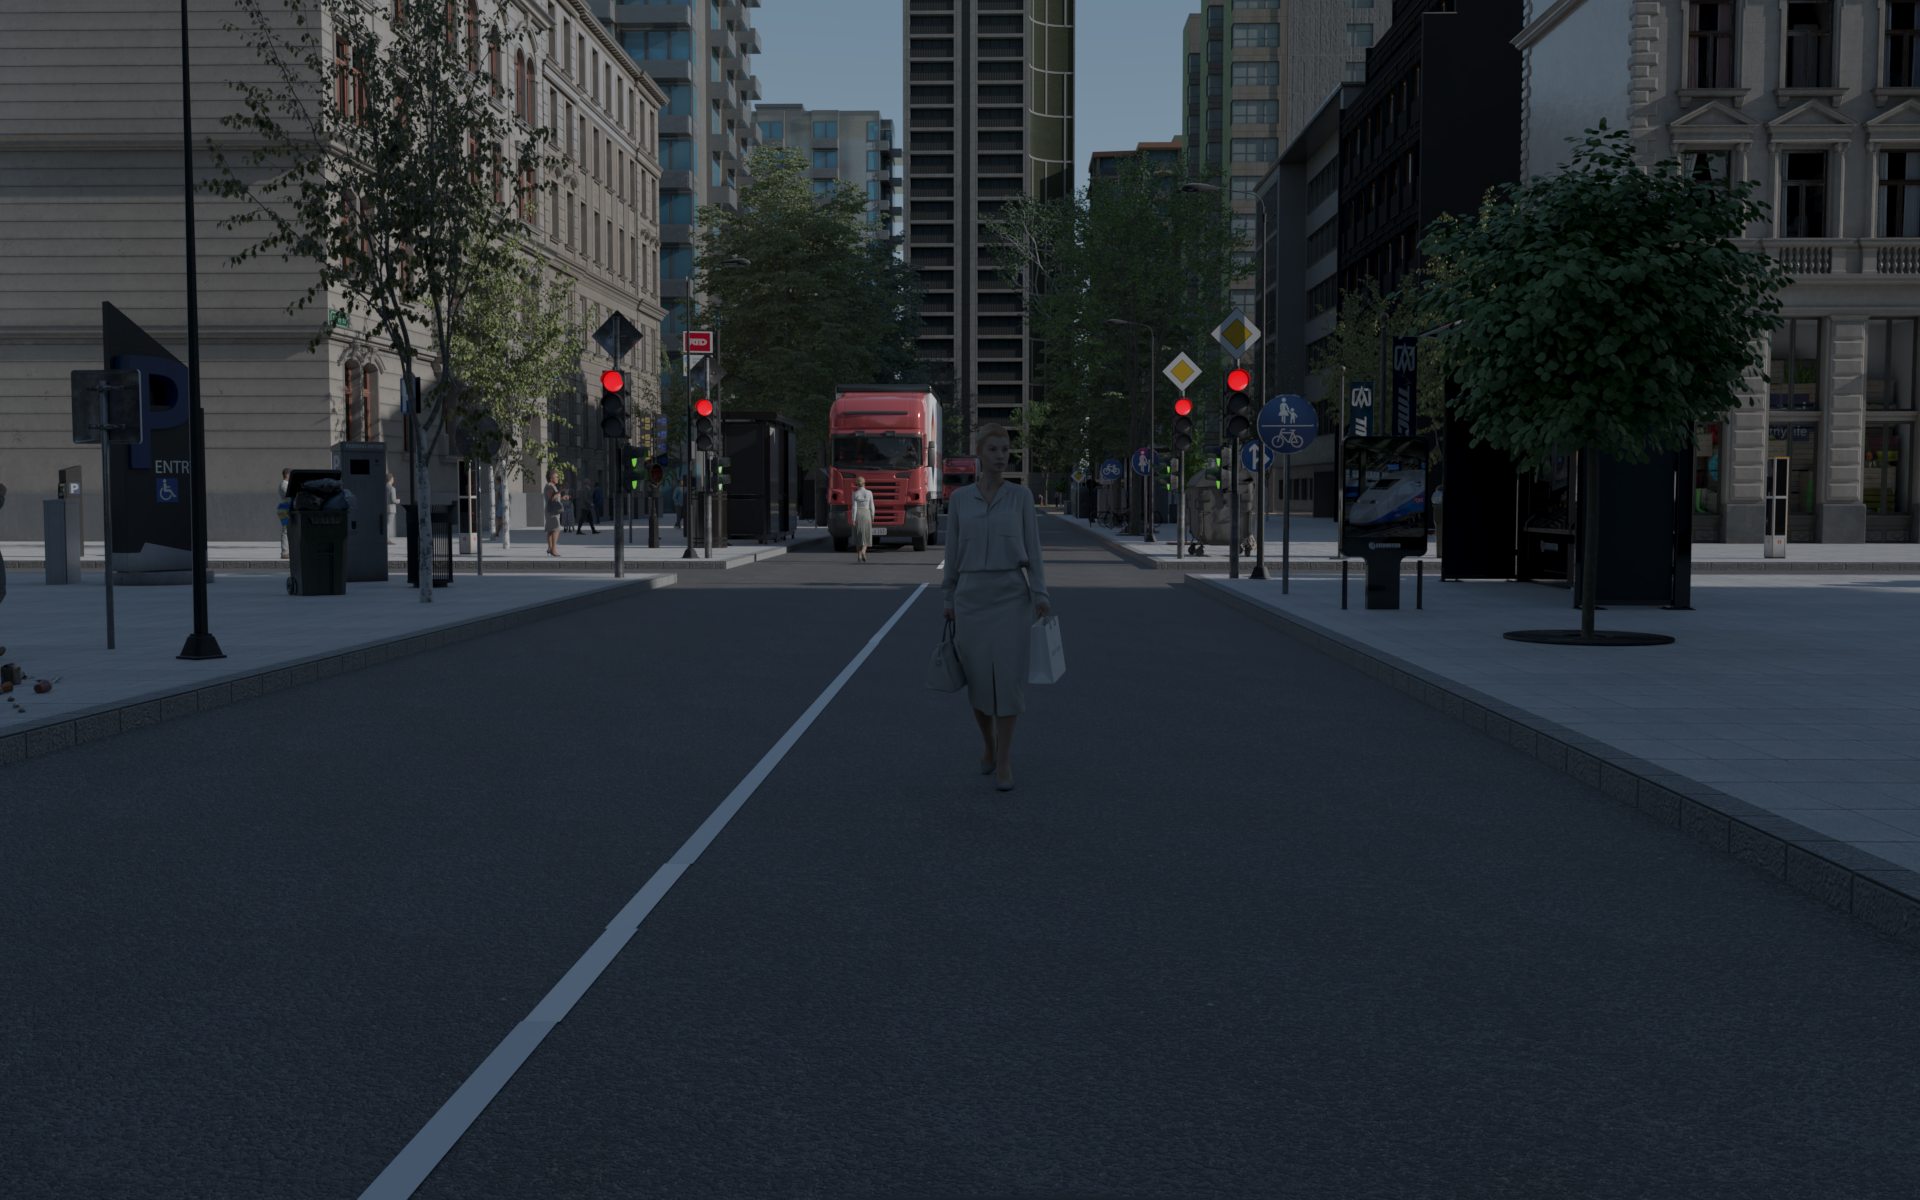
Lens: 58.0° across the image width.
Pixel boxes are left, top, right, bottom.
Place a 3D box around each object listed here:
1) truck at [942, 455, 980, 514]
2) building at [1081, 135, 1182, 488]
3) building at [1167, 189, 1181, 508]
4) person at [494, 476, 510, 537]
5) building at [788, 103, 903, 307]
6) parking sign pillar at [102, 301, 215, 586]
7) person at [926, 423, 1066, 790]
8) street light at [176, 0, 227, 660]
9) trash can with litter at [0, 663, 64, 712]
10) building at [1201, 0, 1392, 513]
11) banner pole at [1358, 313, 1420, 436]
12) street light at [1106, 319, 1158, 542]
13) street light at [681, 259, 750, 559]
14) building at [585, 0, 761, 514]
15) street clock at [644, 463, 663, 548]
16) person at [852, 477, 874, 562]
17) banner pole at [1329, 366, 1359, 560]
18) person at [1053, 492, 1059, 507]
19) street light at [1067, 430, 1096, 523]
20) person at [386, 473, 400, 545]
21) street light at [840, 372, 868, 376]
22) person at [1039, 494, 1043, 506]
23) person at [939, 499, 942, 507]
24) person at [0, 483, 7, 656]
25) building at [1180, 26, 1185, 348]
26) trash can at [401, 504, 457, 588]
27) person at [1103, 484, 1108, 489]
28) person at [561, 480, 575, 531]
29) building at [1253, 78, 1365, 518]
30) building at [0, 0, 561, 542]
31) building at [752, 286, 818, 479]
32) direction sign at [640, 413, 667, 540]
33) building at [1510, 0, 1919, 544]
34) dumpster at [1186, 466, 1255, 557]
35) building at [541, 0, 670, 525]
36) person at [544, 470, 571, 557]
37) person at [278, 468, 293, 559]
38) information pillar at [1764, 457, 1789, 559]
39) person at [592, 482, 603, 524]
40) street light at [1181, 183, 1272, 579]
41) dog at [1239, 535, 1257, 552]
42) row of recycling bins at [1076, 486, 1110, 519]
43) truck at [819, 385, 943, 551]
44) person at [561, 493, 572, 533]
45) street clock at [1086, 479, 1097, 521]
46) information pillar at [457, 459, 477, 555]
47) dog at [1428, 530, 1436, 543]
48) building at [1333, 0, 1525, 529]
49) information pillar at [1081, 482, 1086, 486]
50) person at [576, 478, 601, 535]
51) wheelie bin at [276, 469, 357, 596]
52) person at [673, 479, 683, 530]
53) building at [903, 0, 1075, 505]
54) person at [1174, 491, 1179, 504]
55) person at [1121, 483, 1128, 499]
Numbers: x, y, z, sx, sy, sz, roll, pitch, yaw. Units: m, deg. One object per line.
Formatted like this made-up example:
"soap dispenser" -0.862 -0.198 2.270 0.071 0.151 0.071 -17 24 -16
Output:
"truck" 0.114 -8.412 126.447 2.839 4.237 11.283 0 4 2
"building" 28.629 -34.218 214.080 28.867 44.769 22.147 0 4 1
"building" 26.771 -24.136 166.317 14.160 30.474 14.107 0 4 1
"person" -13.667 -2.784 51.654 0.778 1.811 0.616 3 4 38
"building" -22.139 -36.432 215.276 30.456 49.044 23.786 0 4 1
"parking sign pillar" -11.499 -2.221 24.787 1.447 3.967 1.447 2 4 29
"person" 0.203 0.015 8.615 0.694 1.780 0.624 2 4 24
"street light" -5.385 -2.495 13.330 1.470 5.913 1.316 0 4 1
"trash can with litter" -6.316 0.006 10.955 1.678 1.210 2.233 0 4 1
"building" 25.792 -27.751 137.322 14.154 41.232 14.086 0 4 1
"banner pole" 6.055 -2.086 24.119 0.863 3.779 0.401 -2 4 -29
"street light" 4.570 -4.505 46.196 1.470 5.913 1.316 0 4 1
"street light" -4.837 -3.779 34.326 1.470 5.913 1.316 0 4 1
"building" -26.487 -30.926 125.250 23.786 49.044 30.456 0 4 1
"street clock" -7.250 -2.226 40.962 0.358 2.002 0.471 2 4 31
"person" -2.052 -1.691 36.376 0.478 1.798 0.641 0 4 2
"banner pole" 7.684 -2.683 33.890 0.863 3.779 0.401 0 4 2
"person" 9.500 -10.082 171.595 0.721 1.736 1.217 -1 4 -18
"street light" 5.367 -6.399 77.164 1.470 5.913 1.316 0 4 1
"person" -14.388 -2.300 43.853 0.606 1.804 0.583 2 4 32
"street light" -4.037 -5.657 65.026 1.470 5.913 1.316 0 4 1
"person" 8.921 -10.983 191.297 0.421 1.427 0.697 2 4 31
"person" -1.964 -10.007 169.681 0.705 1.821 1.348 -1 4 -13
"person" -7.495 -0.433 13.089 0.622 1.834 0.822 0 4 3
"building" 26.187 -28.610 151.375 14.154 41.232 14.086 0 4 1
"trash can" -7.302 -0.746 23.848 0.748 1.137 0.748 0 3 0
"person" 6.798 -4.534 80.356 0.709 1.800 0.728 -1 4 -19
"person" -13.726 -3.300 60.545 0.519 1.759 0.362 0 4 -1
"building" 24.962 -16.806 93.842 14.314 24.678 30.058 0 4 1
"building" -22.681 -16.481 56.852 14.401 28.519 23.554 0 4 1
"building" -28.501 -19.355 161.485 28.899 21.520 27.650 0 4 1
"direction sign" -8.618 -3.473 48.781 0.876 3.537 0.379 -3 5 -43
"building" 26.521 -13.433 48.513 19.941 23.489 11.050 0 4 1
"dumpster" 5.409 -1.845 35.931 1.264 1.857 1.865 0 4 1
"building" -22.127 -17.394 81.660 12.463 27.353 25.104 0 4 1
"person" -8.300 -1.788 35.634 0.532 1.782 0.716 0 4 -7
"person" -13.252 -1.718 34.319 0.466 1.800 0.511 -2 4 -26
"information pillar" 16.226 -1.831 34.430 0.304 2.012 0.304 0 4 -7
"person" -15.621 -4.184 74.629 0.419 1.800 0.721 0 4 -1
"street light" 3.999 -3.272 26.039 1.470 5.913 1.316 0 4 1
"dog" 6.400 -1.495 38.831 0.513 0.831 0.800 0 4 4
"row of recycling bins" 7.181 -5.205 92.208 1.069 1.692 3.534 2 4 28
"truck" -1.903 -3.533 46.673 2.839 4.237 11.283 0 4 1
"person" -13.093 -2.898 57.697 0.394 1.301 0.425 3 5 43
"street clock" 6.292 -4.801 83.067 0.471 2.002 0.358 2 4 33
"information pillar" -10.408 -1.968 36.664 0.304 2.012 0.304 1 4 20
"dog" 12.448 -1.771 45.789 0.540 0.507 0.406 -1 4 -10
"building" 23.012 -14.722 70.390 12.332 23.373 15.834 0 4 1
"information pillar" 7.450 -6.064 103.643 0.304 2.012 0.304 1 4 22
"person" -11.757 -2.962 54.864 0.834 1.777 0.661 -2 4 -25
"wheelie bin" -8.141 -0.864 22.036 0.980 1.594 0.693 -3 5 -39
"person" -10.011 -3.405 61.735 0.620 1.820 0.660 1 4 22
"building" 3.760 -47.370 212.755 20.611 71.187 20.563 0 4 1
"person" 9.693 -4.291 76.461 0.793 1.790 0.793 0 4 -8
"person" 7.267 -4.350 77.713 0.519 1.759 0.362 -2 4 -32
